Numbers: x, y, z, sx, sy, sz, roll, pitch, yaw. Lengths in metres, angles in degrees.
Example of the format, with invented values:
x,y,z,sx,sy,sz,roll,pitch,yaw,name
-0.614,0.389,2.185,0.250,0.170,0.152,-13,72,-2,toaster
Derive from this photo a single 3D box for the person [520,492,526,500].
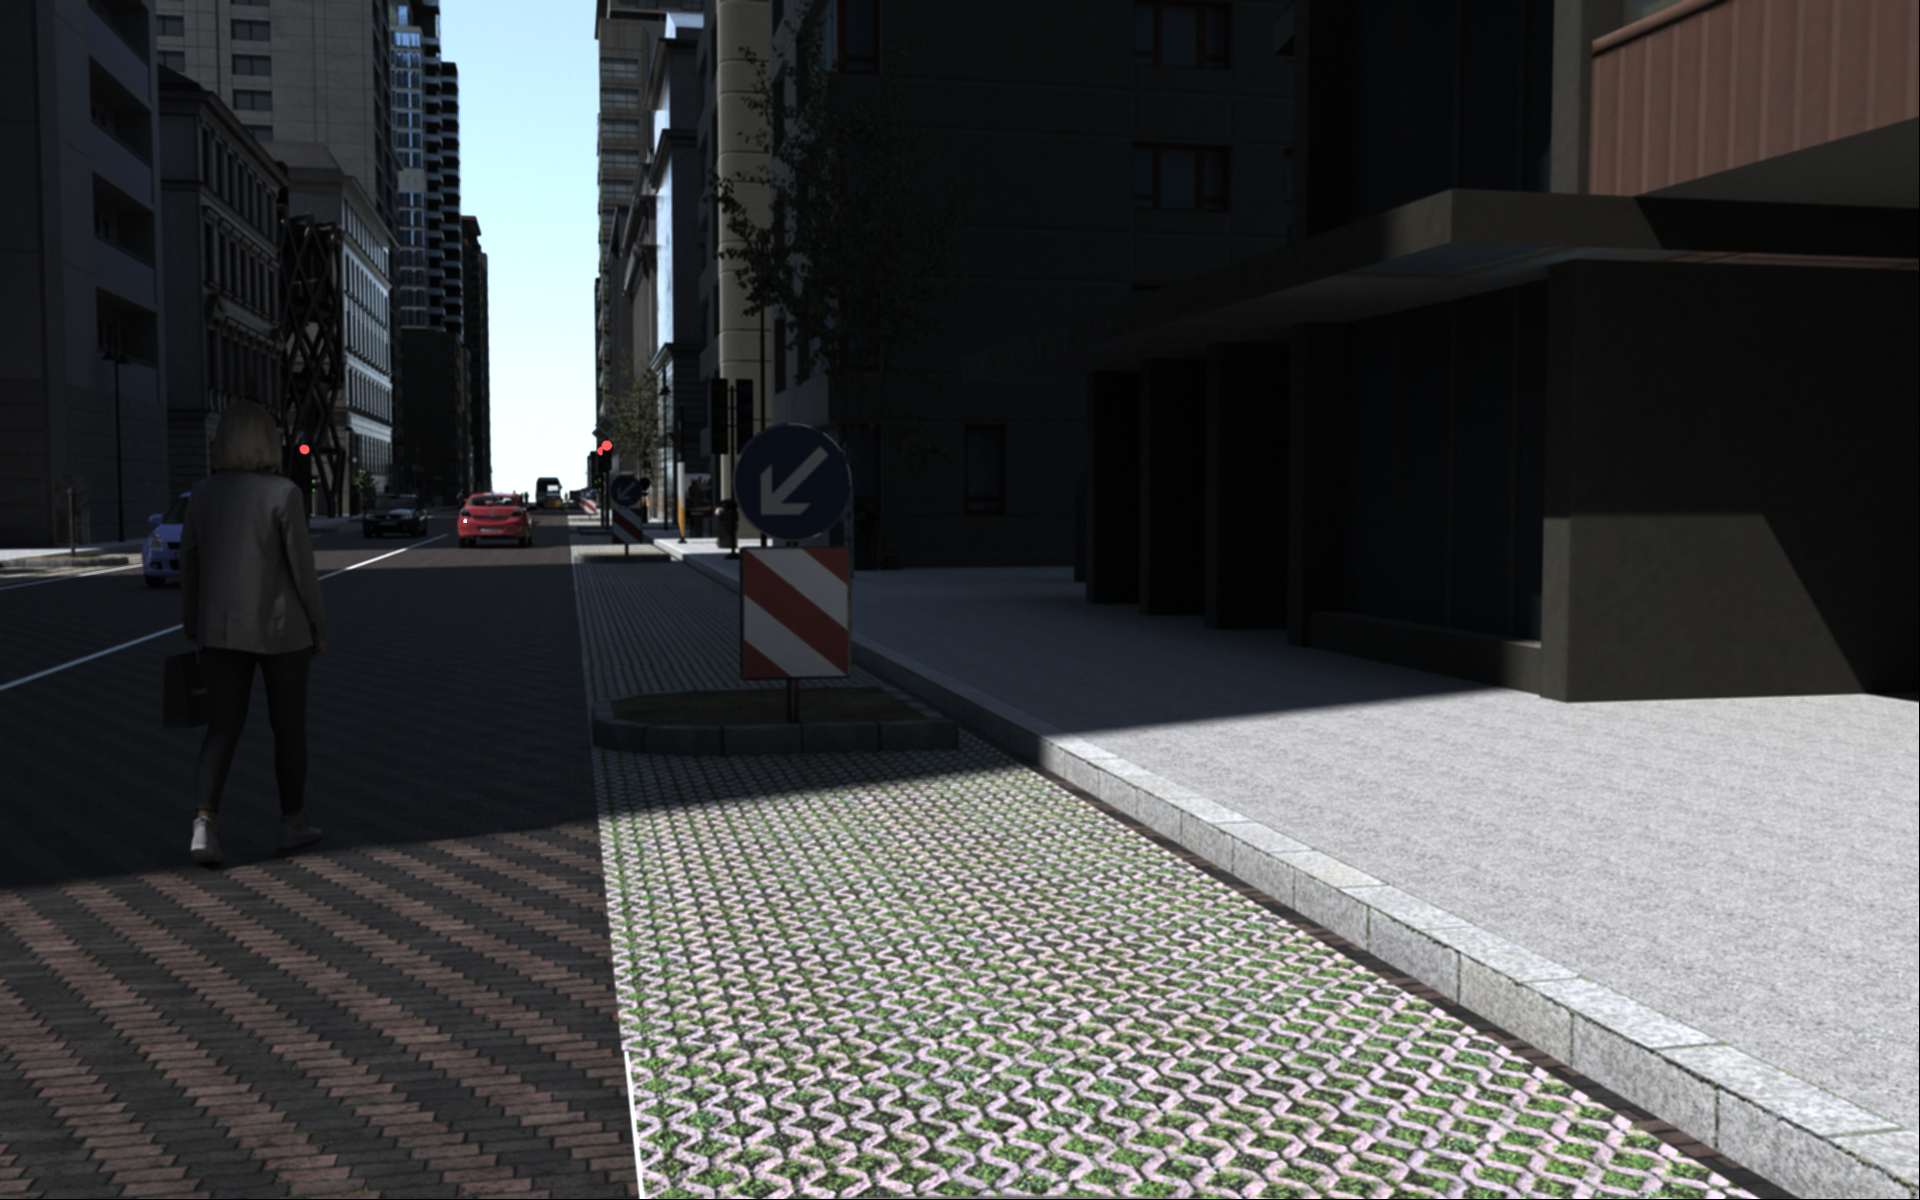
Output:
x,y,z,sx,sy,sz,roll,pitch,yaw,name
-63.703,-14.843,251.904,1.217,1.735,0.721,0,4,-6,person

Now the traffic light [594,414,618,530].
x,y,z,sx,sy,sz,roll,pitch,yaw,name
-12.452,-4.407,60.977,0.839,4.253,0.868,-1,4,-13,traffic light

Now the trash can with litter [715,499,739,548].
x,y,z,sx,sy,sz,roll,pitch,yaw,name
-5.604,-1.818,41.116,0.624,1.170,1.055,-1,4,-20,trash can with litter

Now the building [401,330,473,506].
x,y,z,sx,sy,sz,roll,pitch,yaw,name
-70.293,-21.443,195.638,27.650,21.520,28.899,-1,4,-13,building

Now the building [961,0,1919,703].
x,y,z,sx,sy,sz,roll,pitch,yaw,name
13.649,-21.675,9.014,22.147,44.769,28.867,-1,4,-13,building

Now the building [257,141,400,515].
x,y,z,sx,sy,sz,roll,pitch,yaw,name
-48.195,-17.487,119.203,16.112,22.955,30.059,-1,4,-13,building

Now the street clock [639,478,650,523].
x,y,z,sx,sy,sz,roll,pitch,yaw,name
-13.939,-4.405,76.592,0.358,2.002,0.471,3,5,42,street clock

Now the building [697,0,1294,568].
x,y,z,sx,sy,sz,roll,pitch,yaw,name
8.038,-12.304,46.204,27.650,21.520,28.899,-1,4,-13,building

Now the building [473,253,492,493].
x,y,z,sx,sy,sz,roll,pitch,yaw,name
-84.679,-36.728,284.091,14.154,41.232,14.086,-1,4,-13,building

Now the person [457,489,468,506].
x,y,z,sx,sy,sz,roll,pitch,yaw,name
-41.351,-8.271,143.806,0.705,1.814,1.350,2,4,25,person

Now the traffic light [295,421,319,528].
x,y,z,sx,sy,sz,roll,pitch,yaw,name
-25.007,-4.733,66.301,0.839,4.253,0.868,-1,4,-13,traffic light

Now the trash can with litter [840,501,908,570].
x,y,z,sx,sy,sz,roll,pitch,yaw,name
-1.455,-1.099,29.349,1.055,1.170,0.624,-2,4,-27,trash can with litter

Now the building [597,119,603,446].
x,y,z,sx,sy,sz,roll,pitch,yaw,name
-31.056,-35.735,203.867,23.786,49.044,30.456,-1,4,-13,building

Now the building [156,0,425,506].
x,y,z,sx,sy,sz,roll,pitch,yaw,name
-56.911,-43.309,146.356,20.563,71.187,20.611,-1,4,-13,building

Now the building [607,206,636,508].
x,y,z,sx,sy,sz,roll,pitch,yaw,name
-18.699,-18.988,129.517,14.314,24.678,30.058,-1,4,-13,building

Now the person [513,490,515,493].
x,y,z,sx,sy,sz,roll,pitch,yaw,name
-46.165,-10.461,179.469,1.348,1.831,0.705,0,4,-3,person

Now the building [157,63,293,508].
x,y,z,sx,sy,sz,roll,pitch,yaw,name
-35.100,-12.752,73.119,10.561,19.102,19.286,-1,4,-13,building

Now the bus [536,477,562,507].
x,y,z,sx,sy,sz,roll,pitch,yaw,name
-46.748,-12.356,196.884,2.948,3.499,13.247,-1,4,-13,bus

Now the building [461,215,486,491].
x,y,z,sx,sy,sz,roll,pitch,yaw,name
-83.770,-37.145,261.942,22.147,44.769,28.867,-1,4,-13,building

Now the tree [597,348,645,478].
x,y,z,sx,sy,sz,roll,pitch,yaw,name
-15.636,-8.275,85.653,4.737,8.622,4.395,0,3,0,tree

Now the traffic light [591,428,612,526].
x,y,z,sx,sy,sz,roll,pitch,yaw,name
-14.225,-4.883,68.764,0.839,4.253,0.868,-1,4,-13,traffic light

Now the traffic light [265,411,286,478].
x,y,z,sx,sy,sz,roll,pitch,yaw,name
-23.234,-4.256,58.514,0.839,4.253,0.868,-1,4,-13,traffic light

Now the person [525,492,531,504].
x,y,z,sx,sy,sz,roll,pitch,yaw,name
-64.486,-15.262,258.026,0.705,1.826,1.348,2,4,24,person

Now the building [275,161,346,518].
x,y,z,sx,sy,sz,roll,pitch,yaw,name
-41.479,-13.671,90.967,16.820,18.784,16.811,-1,4,-13,building

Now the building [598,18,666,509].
x,y,z,sx,sy,sz,roll,pitch,yaw,name
-24.813,-28.788,154.279,14.154,41.232,14.086,-1,4,-13,building

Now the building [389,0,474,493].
x,y,z,sx,sy,sz,roll,pitch,yaw,name
-76.903,-56.188,231.348,22.319,86.520,31.000,-1,4,-13,building

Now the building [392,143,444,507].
x,y,z,sx,sy,sz,roll,pitch,yaw,name
-67.696,-29.126,168.093,32.217,40.220,23.993,-1,4,-13,building

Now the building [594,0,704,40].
x,y,z,sx,sy,sz,roll,pitch,yaw,name
-21.923,-35.879,175.864,28.713,52.752,27.495,-1,4,-13,building

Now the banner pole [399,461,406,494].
x,y,z,sx,sy,sz,roll,pitch,yaw,name
-41.540,-8.517,129.267,0.401,3.779,0.863,1,4,23,banner pole

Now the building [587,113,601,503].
x,y,z,sx,sy,sz,roll,pitch,yaw,name
-50.014,-59.397,283.818,22.319,86.520,31.000,-1,4,-13,building

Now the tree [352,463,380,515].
x,y,z,sx,sy,sz,roll,pitch,yaw,name
-36.266,-6.808,105.914,1.663,3.219,1.824,0,3,0,tree

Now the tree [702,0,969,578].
x,y,z,sx,sy,sz,roll,pitch,yaw,name
-1.702,-4.618,25.866,4.737,8.622,4.395,0,3,0,tree

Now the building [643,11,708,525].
x,y,z,sx,sy,sz,roll,pitch,yaw,name
3.575,-15.902,79.077,34.723,24.649,14.460,-1,4,-13,building

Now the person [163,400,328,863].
x,y,z,sx,sy,sz,roll,pitch,yaw,name
-2.882,0.112,6.857,0.709,1.800,0.728,0,4,8,person

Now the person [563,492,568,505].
x,y,z,sx,sy,sz,roll,pitch,yaw,name
-52.775,-13.622,231.672,0.568,1.767,0.683,0,4,-5,person

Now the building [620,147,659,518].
x,y,z,sx,sy,sz,roll,pitch,yaw,name
-13.037,-15.987,103.191,13.314,21.916,24.055,-1,4,-13,building

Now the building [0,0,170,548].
x,y,z,sx,sy,sz,roll,pitch,yaw,name
-37.167,-30.735,44.517,28.212,58.520,21.231,-1,4,-13,building

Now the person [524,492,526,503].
x,y,z,sx,sy,sz,roll,pitch,yaw,name
-67.057,-15.810,267.128,0.705,1.807,1.348,-2,4,-32,person

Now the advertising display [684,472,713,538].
x,y,z,sx,sy,sz,roll,pitch,yaw,name
-7.756,-2.795,50.905,0.974,1.923,0.123,-1,4,-23,advertising display

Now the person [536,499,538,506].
x,y,z,sx,sy,sz,roll,pitch,yaw,name
-51.584,-12.407,211.296,0.705,1.831,1.348,-2,4,-27,person

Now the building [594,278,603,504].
x,y,z,sx,sy,sz,roll,pitch,yaw,name
-41.806,-28.188,232.574,14.160,30.474,14.107,-1,4,-13,building
